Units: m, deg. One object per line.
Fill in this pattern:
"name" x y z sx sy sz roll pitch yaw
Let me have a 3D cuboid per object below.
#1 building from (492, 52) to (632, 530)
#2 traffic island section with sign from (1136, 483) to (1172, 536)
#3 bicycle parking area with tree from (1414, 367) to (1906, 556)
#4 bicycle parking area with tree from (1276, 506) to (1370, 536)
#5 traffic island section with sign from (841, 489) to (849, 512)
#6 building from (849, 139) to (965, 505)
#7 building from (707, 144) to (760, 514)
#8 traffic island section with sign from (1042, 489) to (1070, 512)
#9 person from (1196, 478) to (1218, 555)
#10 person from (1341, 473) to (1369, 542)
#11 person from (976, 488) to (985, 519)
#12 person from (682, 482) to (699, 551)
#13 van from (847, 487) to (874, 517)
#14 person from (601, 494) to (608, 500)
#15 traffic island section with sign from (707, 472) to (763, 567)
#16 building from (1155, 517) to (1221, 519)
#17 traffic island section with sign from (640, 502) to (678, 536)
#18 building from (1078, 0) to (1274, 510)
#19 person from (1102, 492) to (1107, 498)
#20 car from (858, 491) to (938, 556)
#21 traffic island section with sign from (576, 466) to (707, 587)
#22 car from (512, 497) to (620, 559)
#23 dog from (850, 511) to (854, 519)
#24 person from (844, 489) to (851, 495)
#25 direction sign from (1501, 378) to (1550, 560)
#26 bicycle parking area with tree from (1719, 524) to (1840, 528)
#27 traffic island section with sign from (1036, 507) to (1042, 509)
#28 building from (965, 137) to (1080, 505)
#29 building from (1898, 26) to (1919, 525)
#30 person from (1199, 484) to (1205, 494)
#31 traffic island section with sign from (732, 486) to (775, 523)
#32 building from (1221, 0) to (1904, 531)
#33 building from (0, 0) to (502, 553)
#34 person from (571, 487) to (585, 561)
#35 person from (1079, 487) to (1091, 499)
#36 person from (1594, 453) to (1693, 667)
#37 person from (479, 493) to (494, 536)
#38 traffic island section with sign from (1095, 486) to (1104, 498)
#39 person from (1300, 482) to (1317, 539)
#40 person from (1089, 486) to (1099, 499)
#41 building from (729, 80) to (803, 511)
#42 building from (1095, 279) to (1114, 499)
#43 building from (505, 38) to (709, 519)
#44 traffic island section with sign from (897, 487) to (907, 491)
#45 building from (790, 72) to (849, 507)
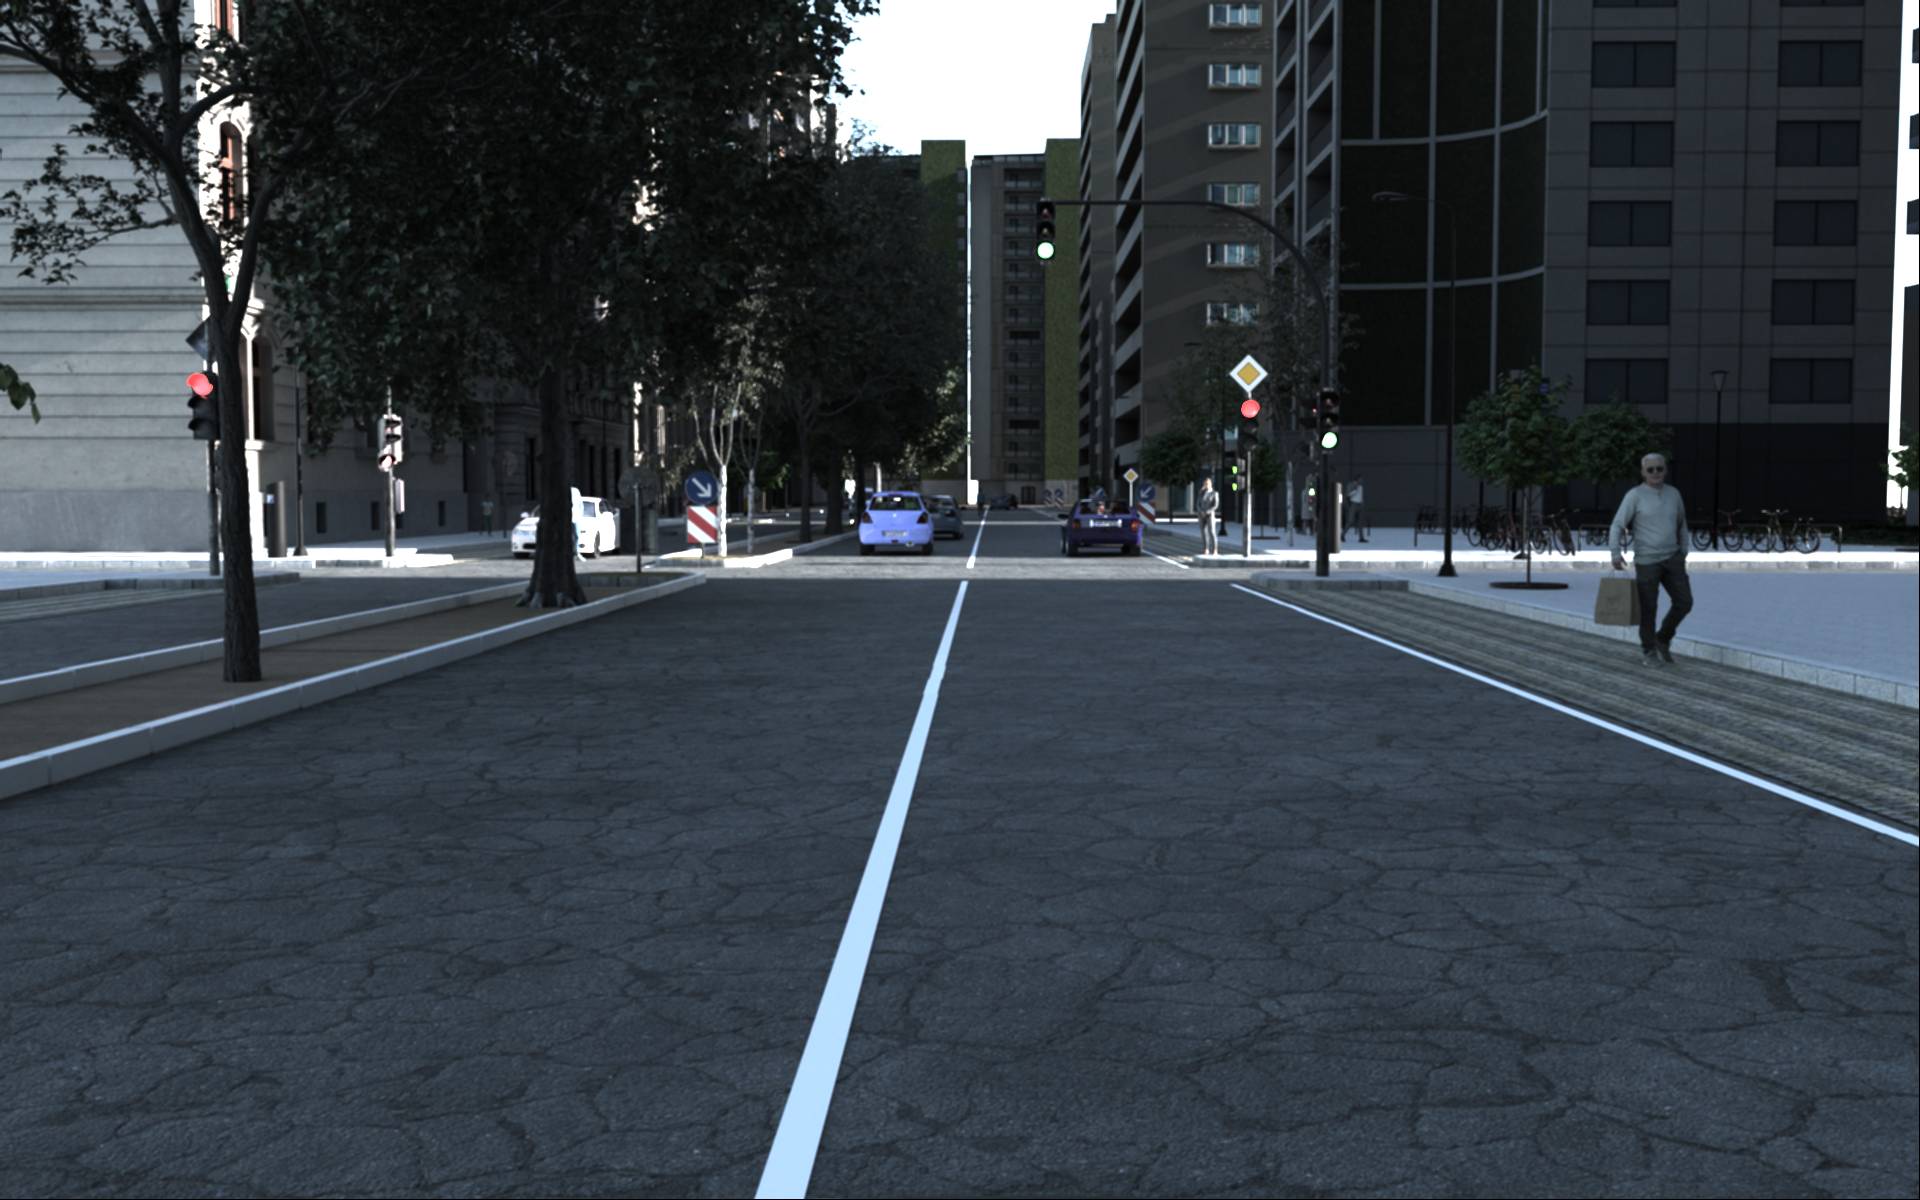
"building" -20.033 -12.559 69.971 10.561 19.102 19.286 0 4 1
"traffic island section with sign" 6.273 -3.146 60.060 1.989 1.847 2.006 0 4 1
"bicycle parking area with tree" 15.151 -3.226 39.752 8.231 4.147 9.016 0 4 1
"bicycle parking area with tree" 14.222 -4.207 55.792 8.231 4.147 9.016 1 4 14
"traffic island section with sign" -9.449 -7.862 137.169 1.989 1.847 2.006 0 4 1
"building" -6.011 -31.745 202.622 14.086 41.232 14.154 0 4 1
"building" -24.864 -41.674 119.617 20.563 71.187 20.611 0 4 1
"traffic island section with sign" 7.665 -7.835 136.734 1.989 1.847 2.006 0 4 1
"person" 5.488 -1.822 38.563 0.520 1.790 0.573 1 4 19
"person" 10.497 -2.446 46.143 0.679 1.850 0.850 -3 5 -43
"person" 1.199 -5.630 100.892 0.601 1.785 0.444 -1 4 -20
"person" -6.828 -2.179 44.108 0.580 1.828 0.573 3 5 42
"van" -5.976 -6.179 108.044 2.013 2.044 4.112 0 4 2
"person" -13.762 -3.490 67.384 0.394 1.301 0.425 -1 4 -9
"traffic island section with sign" -5.077 -1.634 34.854 2.006 1.907 1.989 0 4 1
"building" 20.214 -29.030 98.340 21.300 48.544 21.600 0 4 1
"traffic island section with sign" -10.847 -3.137 59.915 1.989 1.847 2.006 0 4 1
"building" 23.073 -33.558 172.369 21.300 48.544 21.600 0 4 1
"person" 9.626 -6.509 115.656 0.628 1.438 0.799 0 4 2
"car" -1.500 -1.961 41.659 1.945 1.707 3.694 0 4 0
"traffic island section with sign" -5.222 -1.181 27.449 2.006 1.907 1.989 0 4 1
"car" -8.956 -1.691 40.005 2.083 1.381 4.827 0 4 1
"dog" -6.025 -4.850 98.581 0.406 0.507 0.540 0 4 5
"person" -11.682 -10.584 179.108 1.348 1.821 0.705 -2 4 -33
"direction sign" 11.046 -2.563 33.897 0.876 3.537 0.379 1 4 16
"bicycle parking area with tree" 38.719 -5.428 75.753 8.231 4.147 9.016 1 4 11
"traffic island section with sign" 8.157 -9.484 163.684 1.989 1.847 2.006 0 4 1
"building" 8.062 -31.694 201.795 14.086 41.232 14.154 0 4 1
"building" 34.935 -24.052 43.367 14.200 45.320 14.600 0 4 1
"person" 12.418 -5.011 88.159 0.466 1.800 0.511 -3 4 -37
"traffic island section with sign" -10.358 -4.808 87.243 1.989 1.847 2.006 0 4 1
"building" 22.254 -38.551 68.556 20.563 71.187 20.611 0 4 1
"building" -22.421 -15.960 48.343 14.401 28.519 23.554 0 4 1
"person" -8.339 -1.729 37.027 0.793 1.790 0.793 2 4 27
"person" 10.130 -8.048 137.643 1.348 1.822 0.705 1 4 12
"person" 5.678 -0.331 14.397 0.782 1.767 0.515 -1 4 -10
"person" -14.365 -2.585 52.548 0.590 1.304 0.306 3 5 40
"traffic island section with sign" 6.761 -4.794 87.011 1.989 1.847 2.006 0 4 1
"person" 10.051 -2.626 49.976 0.512 1.701 0.522 -3 5 -42
"person" 4.747 -3.220 61.892 0.466 1.731 0.760 0 4 3
"building" -24.768 -30.014 145.352 22.147 44.769 28.867 0 4 1
"building" 26.290 -18.525 147.929 27.650 21.520 28.899 0 4 1
"building" -21.052 -18.020 91.895 12.463 27.353 25.104 0 4 1
"traffic island section with sign" -3.716 -6.229 109.981 2.006 1.907 1.989 0 4 1
"building" -24.187 -35.612 205.951 21.600 48.544 21.300 0 4 1
